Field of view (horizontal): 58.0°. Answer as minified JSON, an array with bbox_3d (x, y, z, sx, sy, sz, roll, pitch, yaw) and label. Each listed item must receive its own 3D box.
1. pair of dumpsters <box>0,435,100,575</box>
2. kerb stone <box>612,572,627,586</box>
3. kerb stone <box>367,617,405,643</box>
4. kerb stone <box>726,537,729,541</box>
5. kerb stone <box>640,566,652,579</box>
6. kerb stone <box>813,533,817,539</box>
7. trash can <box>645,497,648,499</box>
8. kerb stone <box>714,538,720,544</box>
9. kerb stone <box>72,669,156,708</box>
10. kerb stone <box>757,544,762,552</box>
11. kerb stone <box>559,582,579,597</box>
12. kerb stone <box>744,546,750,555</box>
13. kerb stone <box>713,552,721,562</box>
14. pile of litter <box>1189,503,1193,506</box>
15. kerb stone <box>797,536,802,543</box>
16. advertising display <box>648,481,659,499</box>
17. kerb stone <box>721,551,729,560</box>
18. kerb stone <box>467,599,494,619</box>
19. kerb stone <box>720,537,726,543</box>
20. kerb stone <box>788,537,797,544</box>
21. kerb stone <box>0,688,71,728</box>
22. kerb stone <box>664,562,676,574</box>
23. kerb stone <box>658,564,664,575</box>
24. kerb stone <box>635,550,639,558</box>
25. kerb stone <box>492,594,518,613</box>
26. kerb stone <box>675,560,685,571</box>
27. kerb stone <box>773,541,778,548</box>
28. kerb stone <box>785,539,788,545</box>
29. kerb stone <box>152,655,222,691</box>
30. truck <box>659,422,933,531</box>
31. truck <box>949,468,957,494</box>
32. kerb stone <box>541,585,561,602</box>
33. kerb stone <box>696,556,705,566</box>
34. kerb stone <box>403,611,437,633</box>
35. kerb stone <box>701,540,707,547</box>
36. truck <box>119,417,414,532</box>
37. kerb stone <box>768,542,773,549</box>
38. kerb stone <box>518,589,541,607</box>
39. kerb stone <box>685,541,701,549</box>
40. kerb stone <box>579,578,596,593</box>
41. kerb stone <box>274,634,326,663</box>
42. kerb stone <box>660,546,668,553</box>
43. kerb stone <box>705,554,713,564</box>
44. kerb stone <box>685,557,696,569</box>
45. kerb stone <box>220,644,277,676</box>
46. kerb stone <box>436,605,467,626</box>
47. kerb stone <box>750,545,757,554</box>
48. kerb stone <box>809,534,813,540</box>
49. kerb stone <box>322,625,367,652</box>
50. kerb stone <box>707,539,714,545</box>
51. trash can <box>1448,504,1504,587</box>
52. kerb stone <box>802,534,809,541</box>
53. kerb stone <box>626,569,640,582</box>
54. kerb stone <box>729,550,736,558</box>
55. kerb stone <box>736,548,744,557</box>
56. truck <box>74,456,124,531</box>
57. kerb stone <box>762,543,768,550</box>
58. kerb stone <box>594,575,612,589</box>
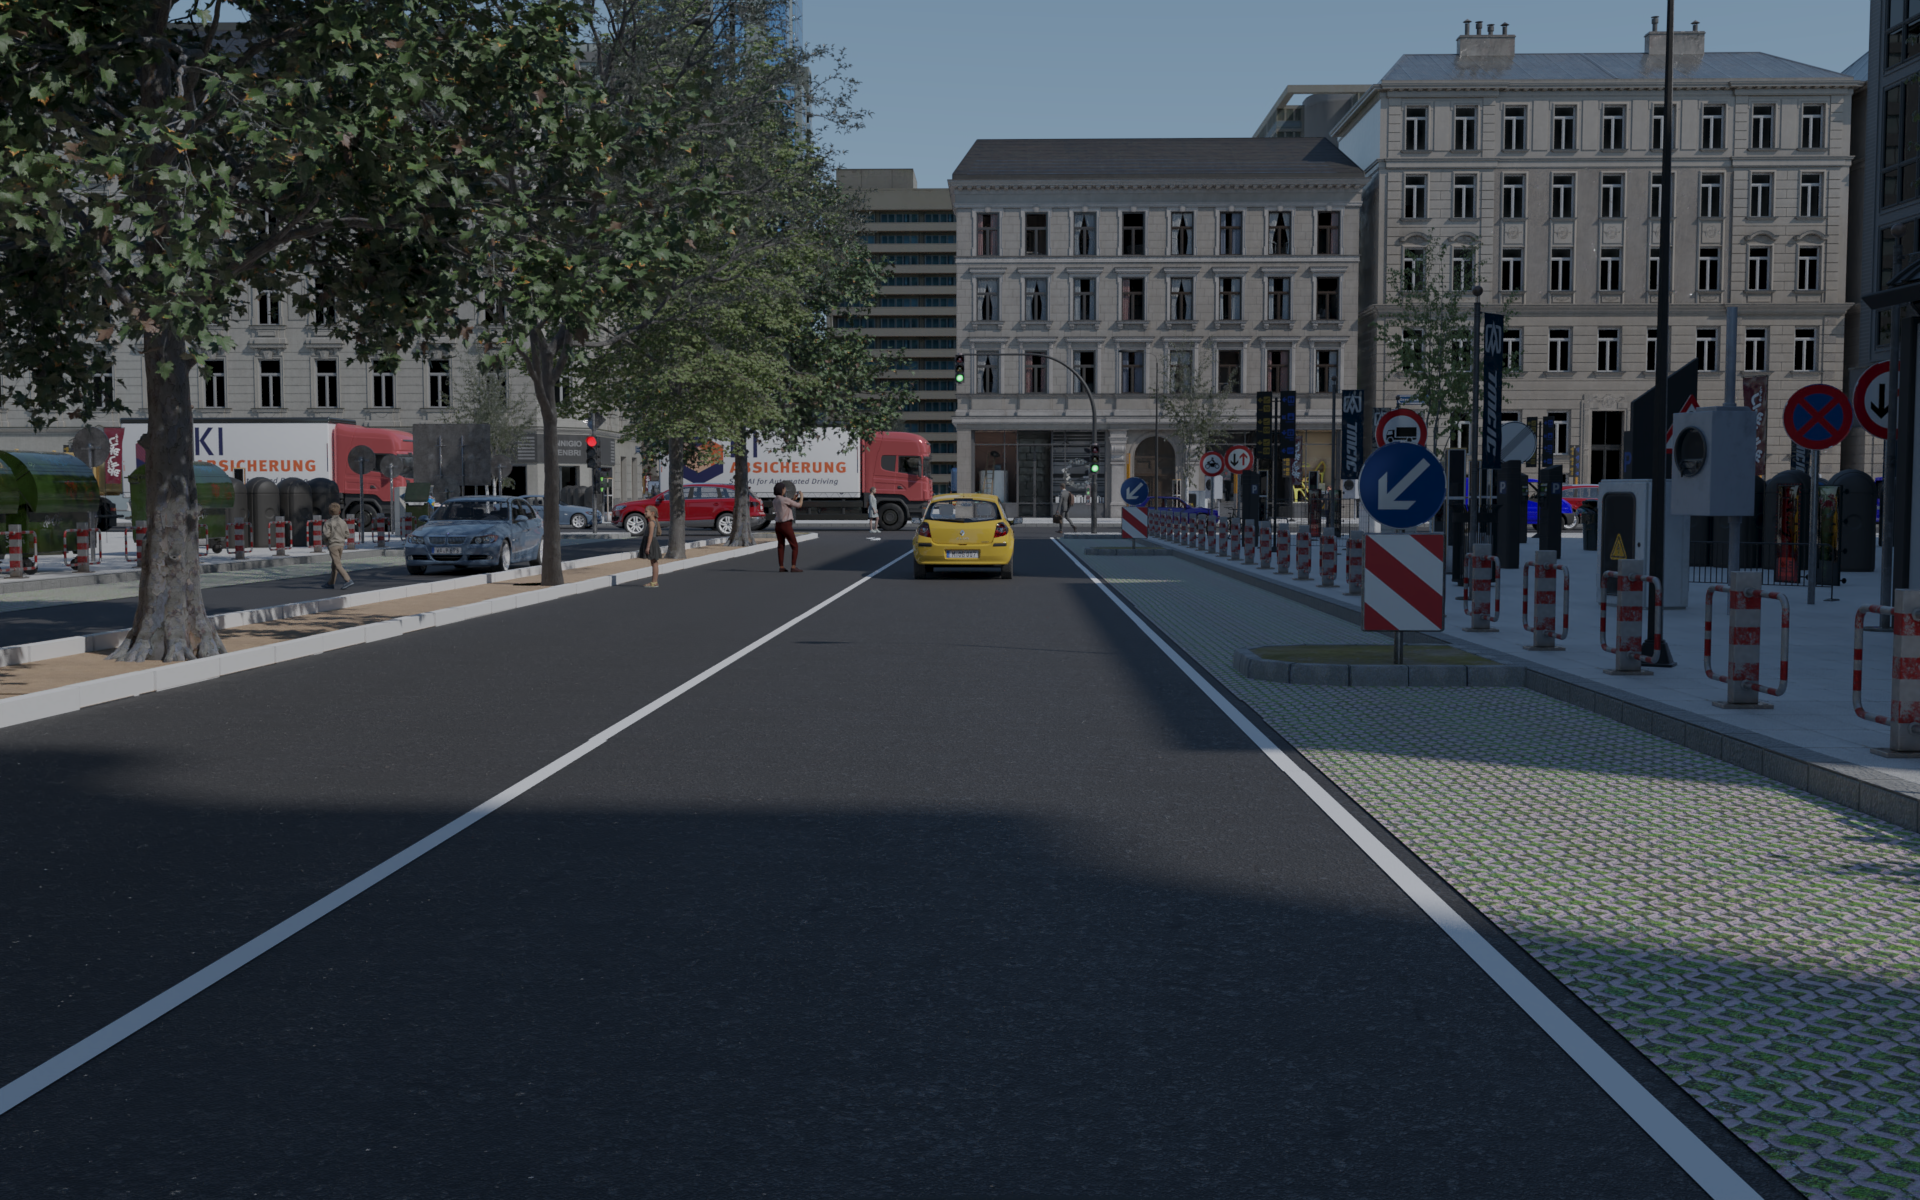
[{"bbox_3d":[-15.249,-1.496,26.953,1.574,2.255,4.437,0,4,1],"label":"pair of dumpsters"},{"bbox_3d":[-5.492,-0.318,27.438,0.120,0.150,1.000,0,4,2],"label":"kerb stone"},{"bbox_3d":[-5.763,0.307,17.177,0.120,0.150,1.000,0,4,2],"label":"kerb stone"},{"bbox_3d":[-6.967,-1.765,51.115,0.120,0.150,1.000,0,4,2],"label":"kerb stone"},{"bbox_3d":[-5.440,-0.445,29.493,0.120,0.150,1.000,0,4,2],"label":"kerb stone"},{"bbox_3d":[-4.758,-2.013,55.151,0.120,0.150,1.000,0,4,2],"label":"kerb stone"},{"bbox_3d":[-14.921,-4.427,84.029,0.748,1.137,0.748,0,3,0],"label":"trash can"},{"bbox_3d":[-7.020,-1.643,49.061,0.120,0.150,1.000,0,4,2],"label":"kerb stone"},{"bbox_3d":[-5.913,0.621,12.044,0.120,0.150,1.000,0,4,2],"label":"kerb stone"},{"bbox_3d":[-5.091,-1.263,42.840,0.120,0.150,1.000,0,4,2],"label":"kerb stone"},{"bbox_3d":[-5.582,-0.132,24.359,0.120,0.150,1.000,0,4,2],"label":"kerb stone"},{"bbox_3d":[-5.135,-1.136,40.789,0.120,0.150,1.000,0,4,2],"label":"kerb stone"},{"bbox_3d":[-5.253,-0.886,36.676,0.120,0.150,1.000,0,4,2],"label":"kerb stone"},{"bbox_3d":[10.698,-4.209,82.788,1.176,0.858,1.719,3,5,43],"label":"pile of litter"},{"bbox_3d":[-4.863,-1.764,51.045,0.120,0.150,1.000,0,4,2],"label":"kerb stone"},{"bbox_3d":[-14.601,-4.746,82.815,0.974,1.923,0.123,3,5,45],"label":"advertising display"},{"bbox_3d":[-5.220,-0.948,37.702,0.120,0.150,1.000,0,4,2],"label":"kerb stone"},{"bbox_3d":[-5.690,0.127,20.251,0.120,0.150,1.000,0,4,2],"label":"kerb stone"},{"bbox_3d":[-6.992,-1.704,50.091,0.120,0.150,1.000,0,4,2],"label":"kerb stone"},{"bbox_3d":[-4.889,-1.702,50.021,0.120,0.150,1.000,0,4,2],"label":"kerb stone"},{"bbox_3d":[-5.929,0.684,11.019,0.120,0.150,1.000,0,4,2],"label":"kerb stone"},{"bbox_3d":[-5.380,-0.566,31.546,0.120,0.150,1.000,0,4,2],"label":"kerb stone"},{"bbox_3d":[-5.416,-0.509,30.521,0.120,0.150,1.000,0,4,2],"label":"kerb stone"},{"bbox_3d":[-7.288,-1.008,38.794,0.120,0.150,1.000,0,4,2],"label":"kerb stone"},{"bbox_3d":[-5.661,0.056,21.274,0.120,0.150,1.000,0,4,2],"label":"kerb stone"},{"bbox_3d":[-5.363,-0.634,32.569,0.120,0.150,1.000,0,4,2],"label":"kerb stone"},{"bbox_3d":[-5.006,-1.451,45.913,0.120,0.150,1.000,0,4,2],"label":"kerb stone"},{"bbox_3d":[-4.944,-1.574,47.964,0.120,0.150,1.000,0,4,2],"label":"kerb stone"},{"bbox_3d":[-5.875,0.558,13.069,0.120,0.150,1.000,0,4,2],"label":"kerb stone"},{"bbox_3d":[-6.066,-4.854,68.281,11.283,4.237,2.839,0,4,3],"label":"truck"},{"bbox_3d":[0.263,-11.154,172.133,2.967,4.110,18.799,0,4,0],"label":"truck"},{"bbox_3d":[-5.603,-0.064,23.335,0.120,0.150,1.000,0,4,2],"label":"kerb stone"},{"bbox_3d":[-5.301,-0.760,34.623,0.120,0.150,1.000,0,4,2],"label":"kerb stone"},{"bbox_3d":[-5.752,0.244,18.201,0.120,0.150,1.000,0,4,2],"label":"kerb stone"},{"bbox_3d":[-7.071,-1.518,47.012,0.120,0.150,1.000,0,4,2],"label":"kerb stone"},{"bbox_3d":[-25.116,-4.619,64.427,11.283,4.237,2.839,0,4,3],"label":"truck"},{"bbox_3d":[-5.034,-1.388,44.890,0.120,0.150,1.000,0,4,2],"label":"kerb stone"},{"bbox_3d":[-5.629,-0.007,22.311,0.120,0.150,1.000,0,4,2],"label":"kerb stone"},{"bbox_3d":[-7.097,-1.455,45.986,0.120,0.150,1.000,0,4,2],"label":"kerb stone"},{"bbox_3d":[-5.550,-0.186,25.383,0.120,0.150,1.000,0,4,2],"label":"kerb stone"},{"bbox_3d":[-5.822,0.433,15.129,0.120,0.150,1.000,0,4,2],"label":"kerb stone"},{"bbox_3d":[-7.213,-1.204,41.885,0.120,0.150,1.000,0,4,2],"label":"kerb stone"},{"bbox_3d":[-5.275,-0.817,35.647,0.120,0.150,1.000,0,4,2],"label":"kerb stone"},{"bbox_3d":[-5.326,-0.697,33.593,0.120,0.150,1.000,0,4,2],"label":"kerb stone"},{"bbox_3d":[-5.854,0.497,14.100,0.120,0.150,1.000,0,4,2],"label":"kerb stone"},{"bbox_3d":[-5.714,0.182,19.225,0.120,0.150,1.000,0,4,2],"label":"kerb stone"},{"bbox_3d":[-5.100,-1.200,41.816,0.120,0.150,1.000,0,4,2],"label":"kerb stone"},{"bbox_3d":[-4.783,-1.952,54.127,0.120,0.150,1.000,0,4,2],"label":"kerb stone"},{"bbox_3d":[-5.802,0.370,16.153,0.120,0.150,1.000,0,4,2],"label":"kerb stone"},{"bbox_3d":[-7.051,-1.580,48.037,0.120,0.150,1.000,0,4,2],"label":"kerb stone"},{"bbox_3d":[7.169,-0.762,24.111,0.748,1.137,0.748,0,3,0],"label":"trash can"},{"bbox_3d":[-4.818,-1.890,53.103,0.120,0.150,1.000,0,4,2],"label":"kerb stone"},{"bbox_3d":[-5.470,-0.383,28.463,0.120,0.150,1.000,0,4,2],"label":"kerb stone"},{"bbox_3d":[-5.201,-1.008,38.738,0.120,0.150,1.000,0,4,2],"label":"kerb stone"},{"bbox_3d":[-5.162,-1.070,39.766,0.120,0.150,1.000,0,4,2],"label":"kerb stone"},{"bbox_3d":[-36.881,-4.283,65.953,9.791,3.379,3.469,0,4,3],"label":"truck"},{"bbox_3d":[-5.060,-1.325,43.864,0.120,0.150,1.000,0,4,2],"label":"kerb stone"},{"bbox_3d":[-5.526,-0.254,26.410,0.120,0.150,1.000,0,4,2],"label":"kerb stone"}]
